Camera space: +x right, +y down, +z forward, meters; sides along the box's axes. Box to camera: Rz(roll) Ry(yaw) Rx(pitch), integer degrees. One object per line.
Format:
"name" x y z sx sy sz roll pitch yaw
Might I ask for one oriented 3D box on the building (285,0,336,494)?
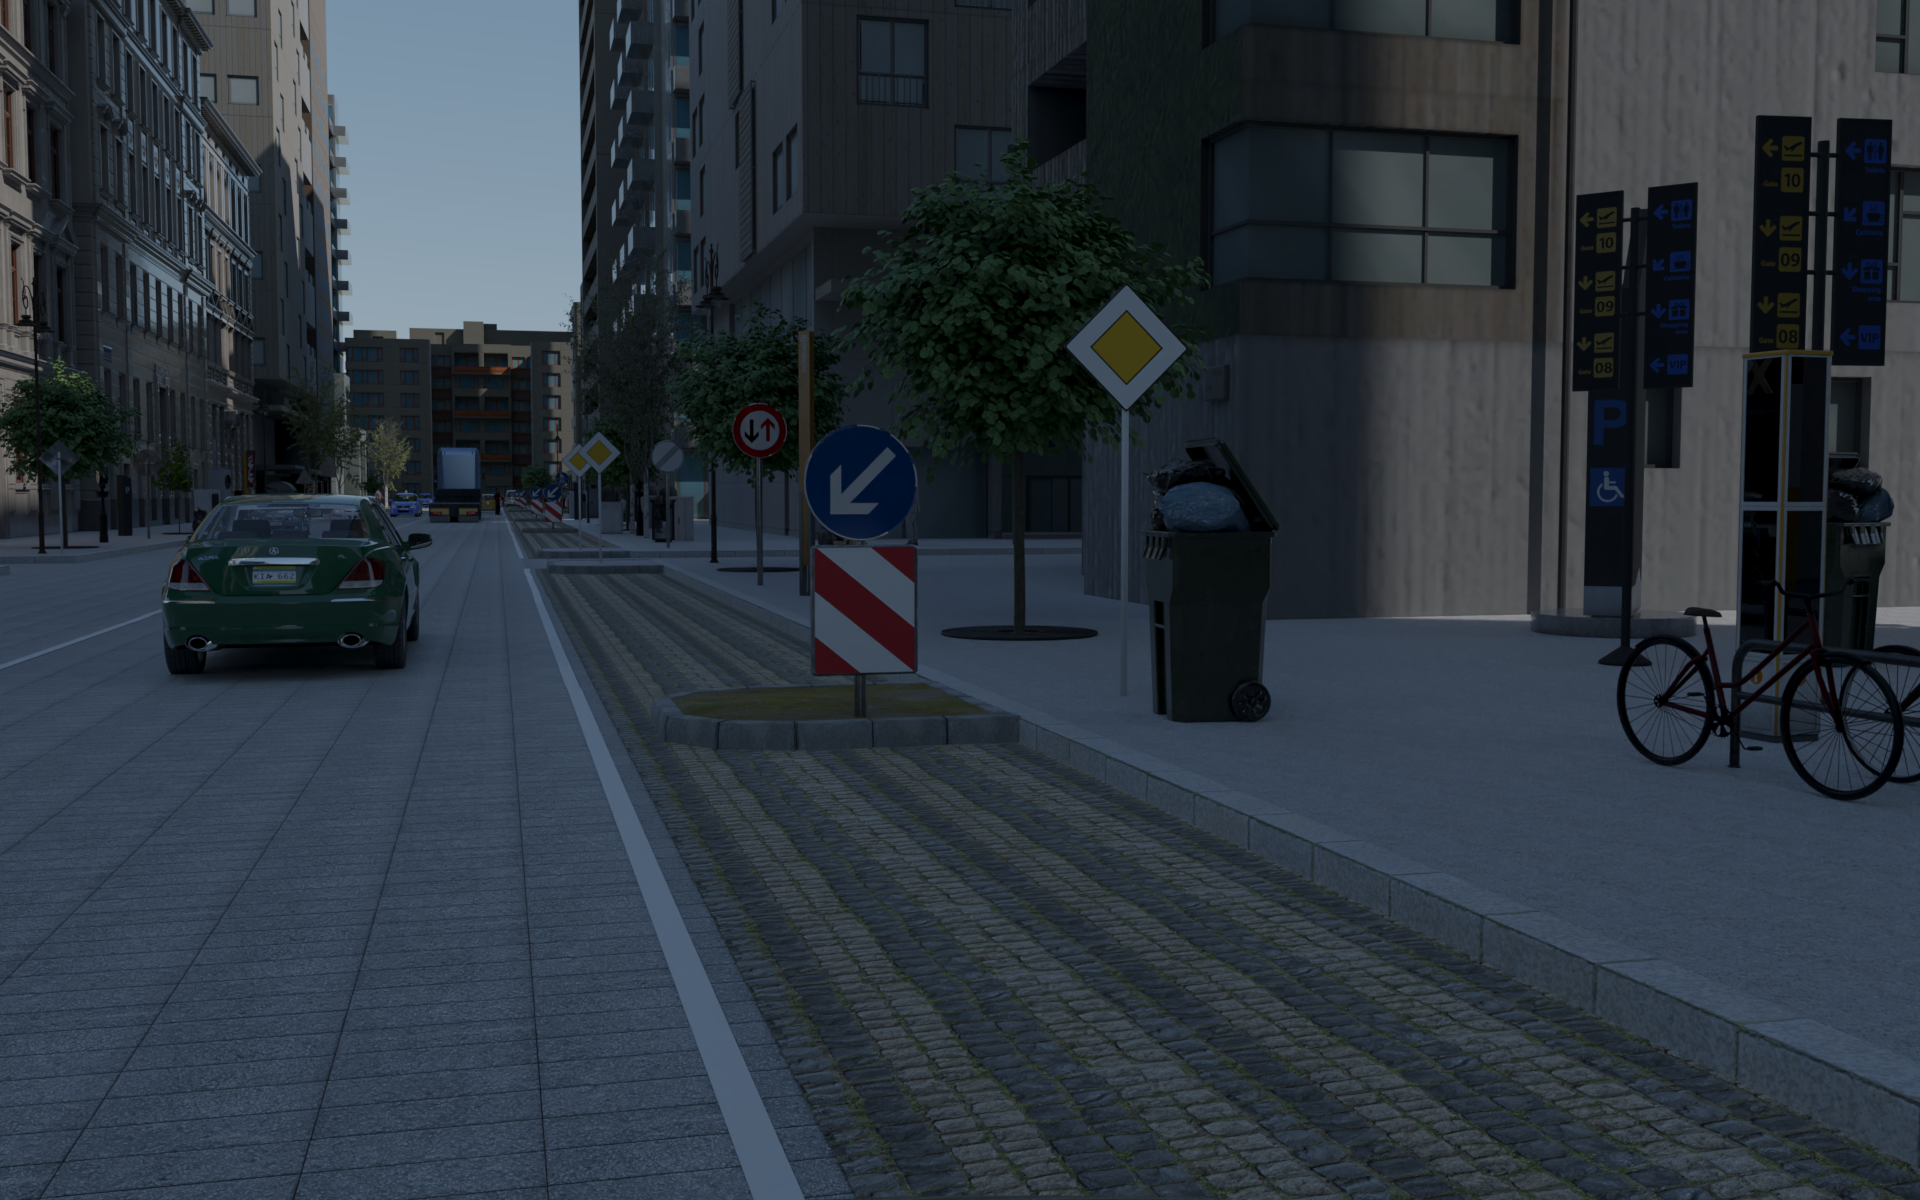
"building" -58.630 -29.931 139.477 14.600 45.320 14.200 -1 4 -15

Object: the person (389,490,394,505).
"person" -59.528 -10.682 181.412 0.721 1.735 1.217 0 4 1

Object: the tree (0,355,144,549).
"tree" -21.317 -3.504 41.009 4.285 4.588 4.351 0 3 0

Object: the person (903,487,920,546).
"person" -1.287 -2.246 42.968 0.583 1.804 0.606 -1 4 -20

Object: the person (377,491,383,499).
"person" -52.730 -9.220 156.727 1.348 1.831 0.705 2 4 27

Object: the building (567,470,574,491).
"building" -29.443 -45.092 175.498 20.563 71.187 20.611 -1 4 -15

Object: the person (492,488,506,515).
"person" -31.427 -6.688 117.804 0.705 1.831 1.348 2 4 26

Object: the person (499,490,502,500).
"person" -37.628 -8.069 140.951 1.217 1.766 0.721 3 5 42

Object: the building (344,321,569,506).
"building" -57.394 -22.214 208.235 28.899 21.520 27.650 -1 4 -15

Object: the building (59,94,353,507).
"building" -85.655 -35.389 198.216 30.456 49.044 23.786 -1 4 -15

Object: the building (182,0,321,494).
"building" -59.343 -32.311 117.521 28.713 52.752 27.495 -1 4 -15

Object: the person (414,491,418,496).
"person" -52.403 -9.607 166.279 0.721 1.736 1.217 2 4 29

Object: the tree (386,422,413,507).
"tree" -56.810 -13.572 172.257 4.737 8.622 4.395 0 3 0

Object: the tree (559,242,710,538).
"tree" -9.314 -6.088 49.893 4.360 8.622 3.978 0 3 0

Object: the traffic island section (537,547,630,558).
"traffic island section" -8.705 -1.079 39.920 2.009 0.180 2.903 -1 4 -15

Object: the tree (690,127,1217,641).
"tree" 0.487 -1.960 15.753 4.285 4.588 4.351 0 3 0

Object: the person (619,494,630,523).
"person" -12.842 -3.422 66.242 0.590 1.304 0.306 0 4 3

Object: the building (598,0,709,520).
"building" -8.311 -29.367 99.755 23.786 49.044 30.456 -1 4 -15

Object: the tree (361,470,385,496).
"tree" -49.100 -9.148 144.173 1.663 3.219 1.824 0 3 0

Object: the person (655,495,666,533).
"person" -9.918 -2.848 57.277 0.373 1.253 0.362 1 4 17

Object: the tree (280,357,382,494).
"tree" -35.015 -8.798 94.206 4.737 8.622 4.395 0 3 0

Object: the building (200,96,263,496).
"building" -43.582 -16.021 90.828 11.050 23.489 19.941 -1 4 -15

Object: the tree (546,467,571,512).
"tree" -28.296 -7.831 122.635 1.663 3.219 1.824 0 3 0

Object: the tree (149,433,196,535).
"tree" -24.882 -3.711 55.277 1.663 3.219 1.824 0 3 0

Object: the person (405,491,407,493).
"person" -48.602 -8.744 152.187 0.721 1.736 1.217 3 4 36

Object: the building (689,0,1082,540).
"building" 4.928 -28.826 60.549 27.495 52.752 28.713 -1 4 -15

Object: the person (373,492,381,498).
"person" -51.862 -9.034 153.728 1.348 1.826 0.705 2 4 29

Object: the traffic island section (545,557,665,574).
"traffic island section" -6.638 -0.607 32.206 2.009 0.180 2.903 -1 4 -15

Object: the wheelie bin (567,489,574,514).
"wheelie bin" -24.890 -6.353 111.782 0.693 1.594 0.980 2 4 35

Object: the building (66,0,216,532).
"building" -38.067 -16.615 68.911 12.463 27.353 25.104 -1 4 -15

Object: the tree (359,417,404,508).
"tree" -53.896 -12.949 162.085 4.360 8.622 3.978 0 3 0

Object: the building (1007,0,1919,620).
"building" 7.828 -15.496 25.058 14.160 30.474 14.107 -1 4 -15

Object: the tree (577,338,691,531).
"tree" -3.314 -2.770 29.004 4.285 4.588 4.351 0 3 0

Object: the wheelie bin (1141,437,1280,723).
"wheelie bin" 1.410 -0.123 9.921 0.693 1.594 0.980 -1 4 -9

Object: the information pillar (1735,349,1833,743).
"information pillar" 4.281 -0.277 9.024 0.304 2.012 0.304 -1 4 -19

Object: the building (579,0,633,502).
"building" -16.603 -30.841 127.952 21.300 48.544 21.600 -1 4 -15

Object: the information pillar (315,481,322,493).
"information pillar" -36.042 -5.681 97.376 0.304 2.012 0.304 -3 4 -36

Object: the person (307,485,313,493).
"person" -39.311 -6.049 104.917 0.580 1.828 0.573 2 4 24

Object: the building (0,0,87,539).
"building" -31.881 -12.884 46.812 11.583 22.565 21.152 -1 4 -15

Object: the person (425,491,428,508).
"person" -56.729 -10.685 183.724 0.721 1.766 1.217 0 4 -7

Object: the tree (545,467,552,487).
"tree" -11.730 -4.724 60.944 4.285 4.588 4.351 0 3 0

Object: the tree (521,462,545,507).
"tree" -43.018 -11.745 175.739 4.285 4.588 4.351 0 3 0

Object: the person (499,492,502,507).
"person" -49.280 -10.778 185.388 0.551 1.740 0.621 -2 4 -32

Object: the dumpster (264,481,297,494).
"dumpster" -31.329 -4.532 79.851 1.264 1.857 1.865 -1 4 -15

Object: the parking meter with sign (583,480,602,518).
"parking meter with sign" -19.388 -5.860 92.073 1.738 3.016 0.543 -1 4 -9

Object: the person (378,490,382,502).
"person" -53.491 -9.327 159.452 0.541 1.710 0.530 -2 4 -30

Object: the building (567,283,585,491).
"building" -19.829 -18.897 154.004 27.650 21.520 28.899 -1 4 -15

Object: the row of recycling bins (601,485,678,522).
"row of recycling bins" -14.905 -4.488 80.491 3.534 1.692 1.069 -1 4 -16

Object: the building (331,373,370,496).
"building" -73.639 -52.024 163.266 31.000 86.520 22.319 -1 4 -15

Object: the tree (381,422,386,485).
"tree" -39.167 -9.726 109.377 4.737 8.622 4.395 0 3 0

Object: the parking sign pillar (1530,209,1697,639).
"parking sign pillar" 6.050 -1.680 15.944 1.447 3.967 1.447 2 4 25

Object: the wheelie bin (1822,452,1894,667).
"wheelie bin" 6.568 -0.315 13.062 0.980 1.594 0.693 -2 4 -30
